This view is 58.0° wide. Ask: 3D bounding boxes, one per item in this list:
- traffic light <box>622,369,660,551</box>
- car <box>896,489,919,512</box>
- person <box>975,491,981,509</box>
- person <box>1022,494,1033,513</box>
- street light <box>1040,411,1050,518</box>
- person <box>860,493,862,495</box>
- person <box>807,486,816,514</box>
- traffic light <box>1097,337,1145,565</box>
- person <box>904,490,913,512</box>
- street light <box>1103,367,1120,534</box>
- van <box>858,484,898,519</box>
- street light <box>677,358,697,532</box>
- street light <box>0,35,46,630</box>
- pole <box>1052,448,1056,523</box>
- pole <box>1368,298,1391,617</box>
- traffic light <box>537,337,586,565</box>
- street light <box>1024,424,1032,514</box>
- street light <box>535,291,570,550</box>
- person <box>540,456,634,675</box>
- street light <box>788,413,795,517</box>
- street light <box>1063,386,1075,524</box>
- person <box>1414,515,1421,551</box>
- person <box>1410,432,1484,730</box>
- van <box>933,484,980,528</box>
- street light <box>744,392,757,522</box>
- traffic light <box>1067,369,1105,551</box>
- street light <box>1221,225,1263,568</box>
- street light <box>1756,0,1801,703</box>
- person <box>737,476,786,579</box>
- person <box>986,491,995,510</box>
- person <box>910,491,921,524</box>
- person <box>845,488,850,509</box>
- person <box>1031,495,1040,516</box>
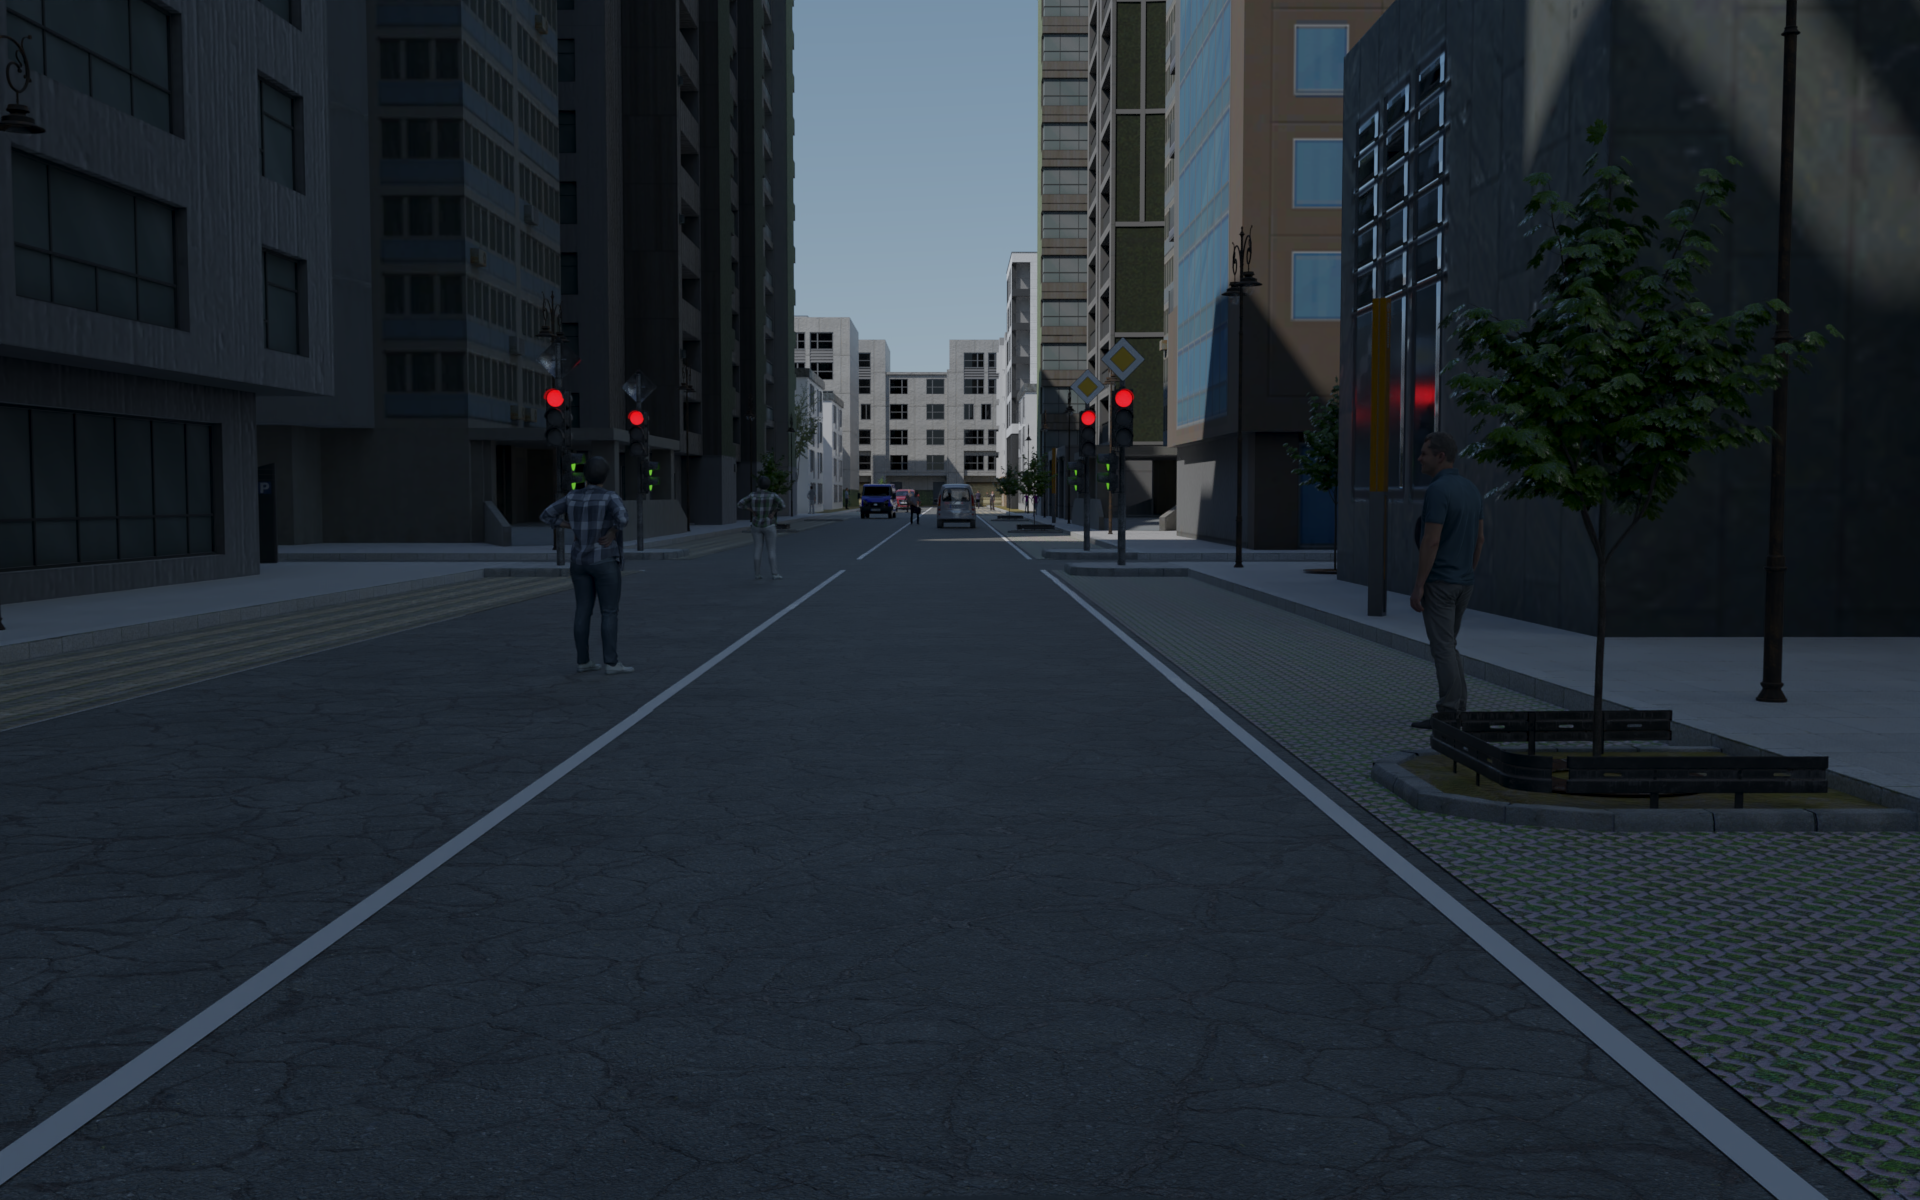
[{"bbox_3d":[-7.209,-3.065,39.038,0.839,4.253,0.868,0,4,0],"label":"traffic light"},{"bbox_3d":[-4.394,-8.016,139.732,2.281,1.827,5.304,0,4,1],"label":"car"},{"bbox_3d":[1.630,-9.564,165.320,0.683,1.767,0.568,-1,4,-21],"label":"person"},{"bbox_3d":[4.557,-6.599,117.166,0.991,1.433,0.599,-3,4,-36],"label":"person"},{"bbox_3d":[4.610,-7.422,94.136,0.468,5.910,1.993,0,4,0],"label":"street light"},{"bbox_3d":[-9.982,-10.599,179.850,1.217,1.766,0.721,0,4,-3],"label":"person"},{"bbox_3d":[-9.561,-6.441,111.507,0.875,1.805,0.789,-2,4,-32],"label":"person"},{"bbox_3d":[2.894,-2.581,31.122,0.839,4.253,0.868,0,4,0],"label":"traffic light"},{"bbox_3d":[-3.931,-7.660,134.289,0.990,1.755,0.434,2,4,34],"label":"person"},{"bbox_3d":[4.797,-5.033,55.081,0.468,5.910,1.993,0,4,0],"label":"street light"},{"bbox_3d":[-4.820,-6.015,102.723,2.240,2.365,5.245,0,4,1],"label":"van"},{"bbox_3d":[-9.323,-5.287,59.235,0.468,5.910,1.993,0,4,0],"label":"street light"},{"bbox_3d":[-9.098,-2.652,16.149,0.468,5.910,1.993,0,4,0],"label":"street light"},{"bbox_3d":[4.159,-5.062,76.611,0.158,3.312,0.155,0,3,0],"label":"pole"},{"bbox_3d":[4.393,-1.486,18.139,0.158,3.312,0.155,0,3,0],"label":"pole"},{"bbox_3d":[-7.167,-2.577,31.053,0.839,4.253,0.868,0,4,0],"label":"traffic light"},{"bbox_3d":[4.484,-8.617,113.671,0.468,5.910,1.993,0,4,0],"label":"street light"},{"bbox_3d":[-9.260,-4.082,39.523,0.468,5.910,1.993,0,4,0],"label":"street light"},{"bbox_3d":[-2.930,-0.285,13.880,0.841,1.734,0.376,2,4,30],"label":"person"},{"bbox_3d":[-9.555,-7.675,98.279,0.468,5.910,1.993,0,4,0],"label":"street light"},{"bbox_3d":[4.705,-6.227,74.603,0.468,5.910,1.993,0,4,0],"label":"street light"},{"bbox_3d":[5.074,-0.554,18.328,0.421,1.427,0.697,0,4,-4],"label":"person"},{"bbox_3d":[2.930,-0.117,10.535,0.598,1.807,0.434,-2,4,-35],"label":"person"},{"bbox_3d":[-0.142,-4.094,73.954,2.013,2.044,4.112,0,4,1],"label":"van"},{"bbox_3d":[-9.502,-6.481,78.756,0.468,5.910,1.993,0,4,0],"label":"street light"},{"bbox_3d":[2.852,-3.069,39.107,0.839,4.253,0.868,0,4,0],"label":"traffic light"},{"bbox_3d":[4.868,-3.504,30.071,0.468,5.910,1.993,0,4,0],"label":"street light"},{"bbox_3d":[5.027,-2.310,10.549,0.468,5.910,1.993,0,4,0],"label":"street light"},{"bbox_3d":[-3.302,-1.219,29.146,0.841,1.734,0.376,1,4,14],"label":"person"},{"bbox_3d":[2.639,-8.507,148.385,0.742,1.727,0.445,-1,4,-15],"label":"person"},{"bbox_3d":[-2.082,-4.346,81.763,0.614,1.554,0.590,-2,4,-27],"label":"person"},{"bbox_3d":[-9.644,-8.686,148.048,0.705,1.826,1.348,-1,4,-12],"label":"person"},{"bbox_3d":[4.307,-5.484,98.935,0.726,1.435,0.776,0,4,5],"label":"person"}]
